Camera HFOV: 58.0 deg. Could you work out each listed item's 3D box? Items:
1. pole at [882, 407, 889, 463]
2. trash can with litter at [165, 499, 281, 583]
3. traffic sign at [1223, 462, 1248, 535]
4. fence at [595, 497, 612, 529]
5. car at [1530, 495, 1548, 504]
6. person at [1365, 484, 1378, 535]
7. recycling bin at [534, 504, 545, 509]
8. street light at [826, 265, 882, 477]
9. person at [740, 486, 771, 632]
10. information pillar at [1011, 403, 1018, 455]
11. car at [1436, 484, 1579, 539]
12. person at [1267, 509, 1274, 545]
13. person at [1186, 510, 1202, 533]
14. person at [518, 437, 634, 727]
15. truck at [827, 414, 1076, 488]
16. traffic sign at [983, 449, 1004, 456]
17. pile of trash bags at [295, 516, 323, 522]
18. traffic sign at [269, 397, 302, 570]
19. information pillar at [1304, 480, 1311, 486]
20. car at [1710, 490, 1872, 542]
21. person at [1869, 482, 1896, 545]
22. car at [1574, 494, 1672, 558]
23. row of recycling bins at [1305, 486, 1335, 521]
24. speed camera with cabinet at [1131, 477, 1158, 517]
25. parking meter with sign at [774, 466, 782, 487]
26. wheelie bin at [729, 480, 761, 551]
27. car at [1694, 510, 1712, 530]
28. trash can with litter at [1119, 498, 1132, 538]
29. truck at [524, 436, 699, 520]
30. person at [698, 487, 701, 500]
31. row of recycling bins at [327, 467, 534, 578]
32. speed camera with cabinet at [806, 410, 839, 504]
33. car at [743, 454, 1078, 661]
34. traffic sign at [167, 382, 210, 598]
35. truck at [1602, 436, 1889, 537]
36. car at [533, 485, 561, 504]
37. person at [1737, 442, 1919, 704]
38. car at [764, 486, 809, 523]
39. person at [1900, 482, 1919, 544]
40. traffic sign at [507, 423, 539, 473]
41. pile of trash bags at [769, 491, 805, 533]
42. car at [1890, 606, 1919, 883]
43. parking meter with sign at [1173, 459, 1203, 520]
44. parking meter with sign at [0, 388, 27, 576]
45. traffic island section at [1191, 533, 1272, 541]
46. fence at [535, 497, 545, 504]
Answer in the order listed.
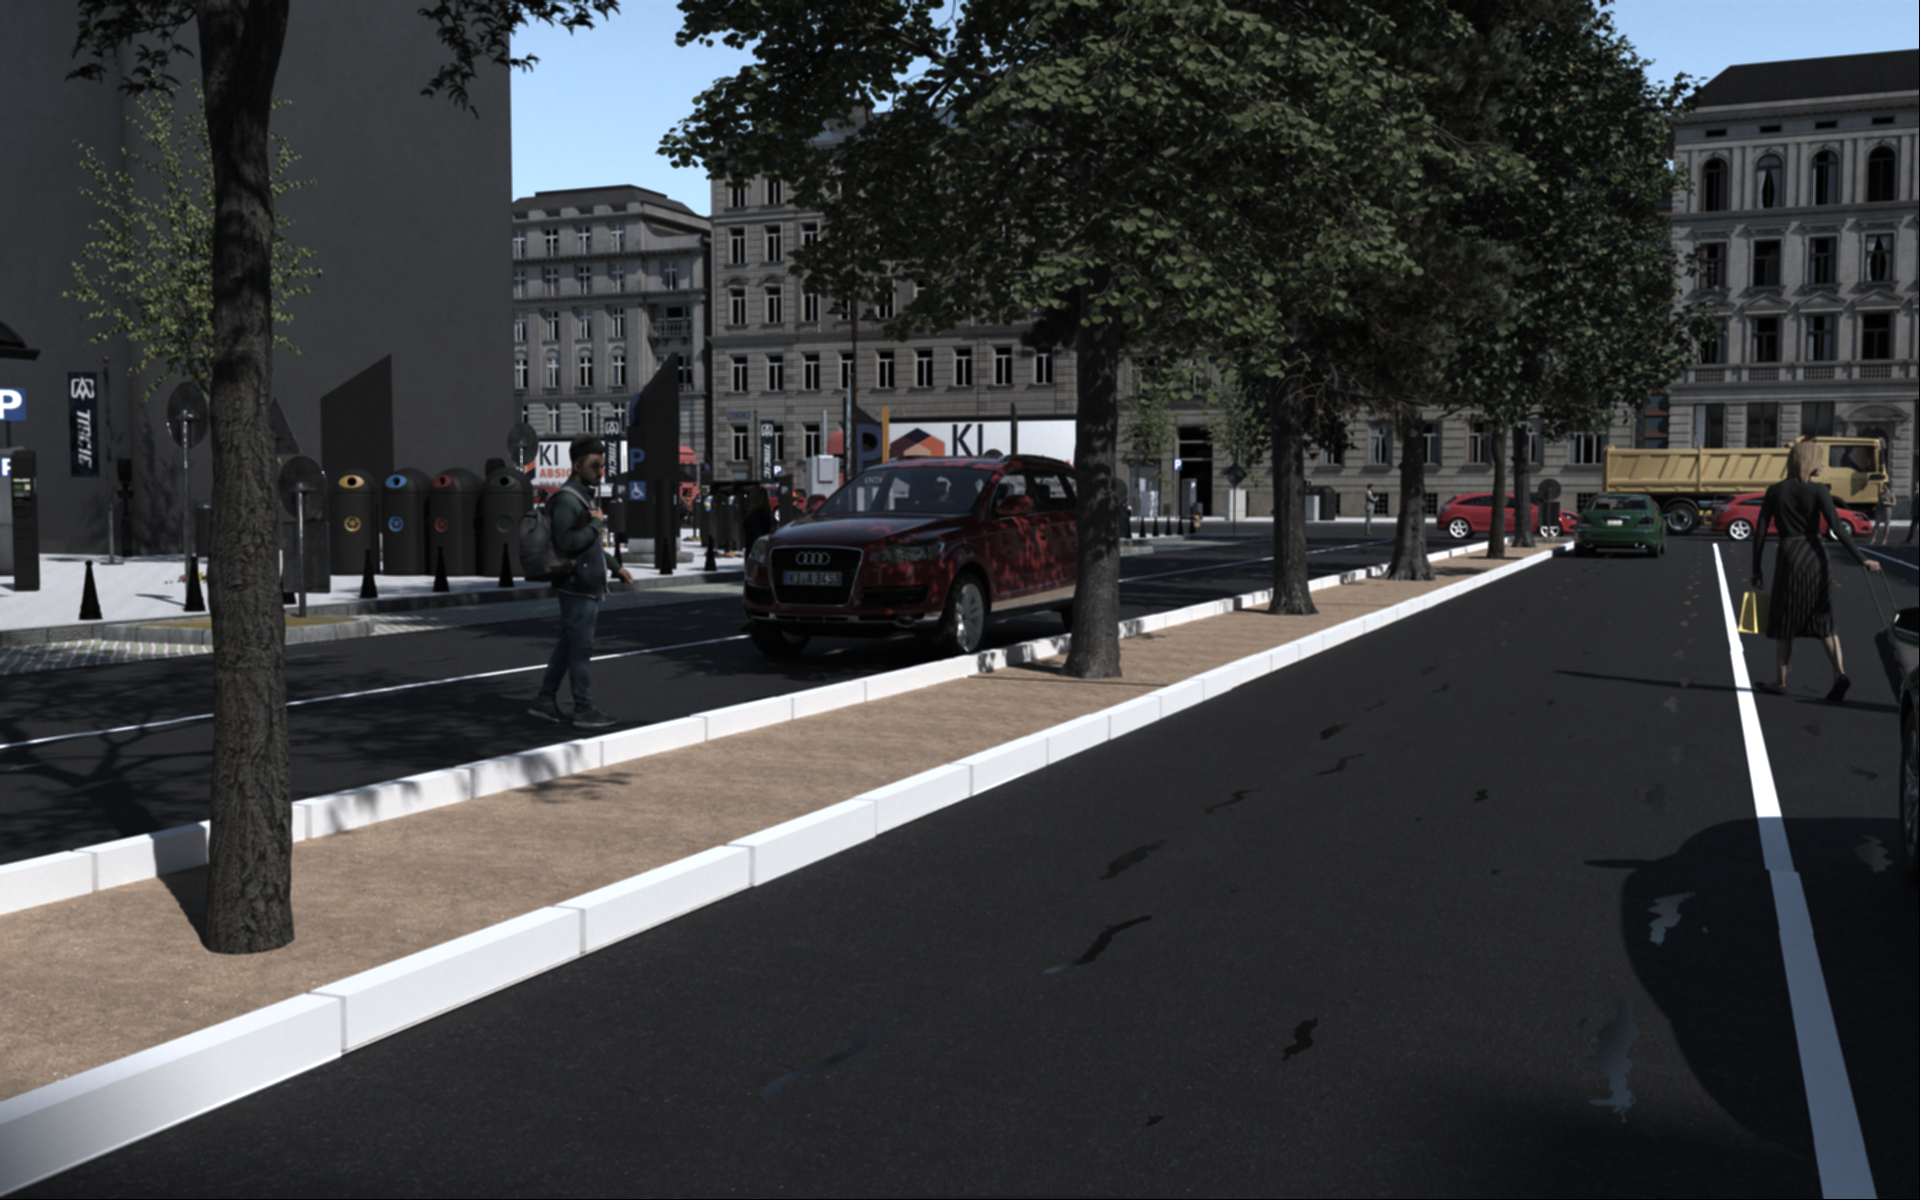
[{"bbox_3d":[-1.731,-2.850,40.441,0.158,3.312,0.155,0,3,0],"label":"pole"},{"bbox_3d":[-10.673,-0.902,25.813,2.233,1.210,1.678,-2,4,-27],"label":"trash can with litter"},{"bbox_3d":[8.629,-3.106,54.422,0.795,2.450,0.064,2,4,23],"label":"traffic sign"},{"bbox_3d":[-12.380,-2.982,59.955,2.264,1.192,0.480,0,4,4],"label":"fence"},{"bbox_3d":[22.033,-3.706,70.387,4.222,1.686,2.009,1,4,23],"label":"car"},{"bbox_3d":[14.531,-3.209,61.146,0.466,1.800,0.511,0,4,-2],"label":"person"},{"bbox_3d":[-11.207,-2.000,45.253,0.722,1.027,0.722,-1,4,-11],"label":"recycling bin"},{"bbox_3d":[-2.102,-3.778,34.560,0.468,5.910,1.993,2,4,23],"label":"street light"},{"bbox_3d":[-2.011,-0.423,17.965,0.613,1.512,0.480,0,4,7],"label":"person"},{"bbox_3d":[1.391,-3.257,44.613,0.183,3.616,0.504,1,4,13],"label":"information pillar"},{"bbox_3d":[17.490,-2.818,55.110,4.494,1.783,2.155,2,4,24],"label":"car"},{"bbox_3d":[8.967,-2.434,48.688,0.834,1.777,0.661,-1,4,-16],"label":"person"},{"bbox_3d":[8.717,-2.937,64.450,0.347,0.859,0.695,-3,4,-36],"label":"person"},{"bbox_3d":[-2.351,-0.112,10.672,0.721,1.781,0.623,-1,4,-17],"label":"person"},{"bbox_3d":[-0.197,-4.562,63.509,11.283,4.237,2.839,1,4,23],"label":"truck"},{"bbox_3d":[0.919,-2.992,49.031,0.768,2.556,0.104,2,4,28],"label":"traffic sign"},{"bbox_3d":[-12.833,-1.700,37.543,1.912,1.369,3.447,1,4,23],"label":"pile of trash bags"},{"bbox_3d":[-9.151,-1.416,23.160,0.884,2.594,0.081,2,4,24],"label":"traffic sign"},{"bbox_3d":[17.916,-5.192,89.385,0.304,2.012,0.304,-3,4,-37],"label":"information pillar"},{"bbox_3d":[25.428,-2.690,53.023,4.494,1.783,2.155,1,4,21],"label":"car"},{"bbox_3d":[26.121,-2.458,49.031,0.374,1.781,0.599,-2,4,-35],"label":"person"},{"bbox_3d":[15.475,-1.756,40.506,2.131,1.459,4.920,2,4,25],"label":"car"},{"bbox_3d":[17.265,-4.759,84.925,1.069,1.692,3.534,-1,4,-19],"label":"row of recycling bins"},{"bbox_3d":[10.359,-6.286,97.109,0.660,3.252,2.038,-2,4,-25],"label":"speed camera with cabinet"},{"bbox_3d":[-11.103,-6.680,105.477,0.543,3.016,1.738,0,4,-6],"label":"parking meter with sign"},{"bbox_3d":[-4.758,-1.902,39.009,0.980,1.594,0.693,-2,4,-30],"label":"wheelie bin"},{"bbox_3d":[31.043,-3.667,70.174,3.980,1.641,2.015,1,4,23],"label":"car"},{"bbox_3d":[4.481,-2.397,50.578,1.055,1.170,0.624,0,4,-1],"label":"trash can with litter"},{"bbox_3d":[-17.730,-5.922,85.746,11.283,4.237,2.839,1,4,23],"label":"truck"},{"bbox_3d":[-11.764,-4.266,78.978,0.376,1.734,0.841,-3,4,-38],"label":"person"},{"bbox_3d":[-8.340,-1.234,27.291,3.534,1.692,1.069,1,4,14],"label":"row of recycling bins"},{"bbox_3d":[-2.612,-2.868,41.229,2.038,3.252,0.660,-1,4,-21],"label":"speed camera with cabinet"},{"bbox_3d":[-0.127,-0.484,16.585,2.281,1.827,5.304,2,4,25],"label":"car"},{"bbox_3d":[-8.772,-1.195,19.650,0.768,2.556,0.104,2,4,32],"label":"traffic sign"},{"bbox_3d":[27.313,-3.888,59.487,9.791,3.379,3.469,1,4,22],"label":"truck"},{"bbox_3d":[-18.558,-4.020,74.403,5.304,1.827,2.281,2,4,23],"label":"car"},{"bbox_3d":[6.046,-0.193,11.872,0.699,1.804,1.509,-1,4,-13],"label":"person"},{"bbox_3d":[-9.971,-4.833,87.698,5.304,1.827,2.281,1,4,21],"label":"car"},{"bbox_3d":[27.209,-2.470,49.288,0.834,1.777,0.661,1,4,22],"label":"person"},{"bbox_3d":[-7.820,-1.885,30.919,0.768,2.556,0.104,2,4,31],"label":"traffic sign"},{"bbox_3d":[-6.007,-2.970,58.316,1.912,1.369,3.447,0,4,8],"label":"pile of trash bags"},{"bbox_3d":[3.827,0.430,4.769,2.131,1.459,4.920,1,4,22],"label":"car"},{"bbox_3d":[11.305,-5.466,85.638,0.543,3.016,1.738,-3,4,-36],"label":"parking meter with sign"},{"bbox_3d":[-15.237,-1.926,27.744,0.543,3.016,1.738,-2,4,-27],"label":"parking meter with sign"},{"bbox_3d":[8.604,-1.970,54.494,2.009,0.180,2.903,2,4,23],"label":"traffic island section"},{"bbox_3d":[-31.205,-7.429,132.675,2.264,1.192,0.480,-2,4,-24],"label":"fence"}]
